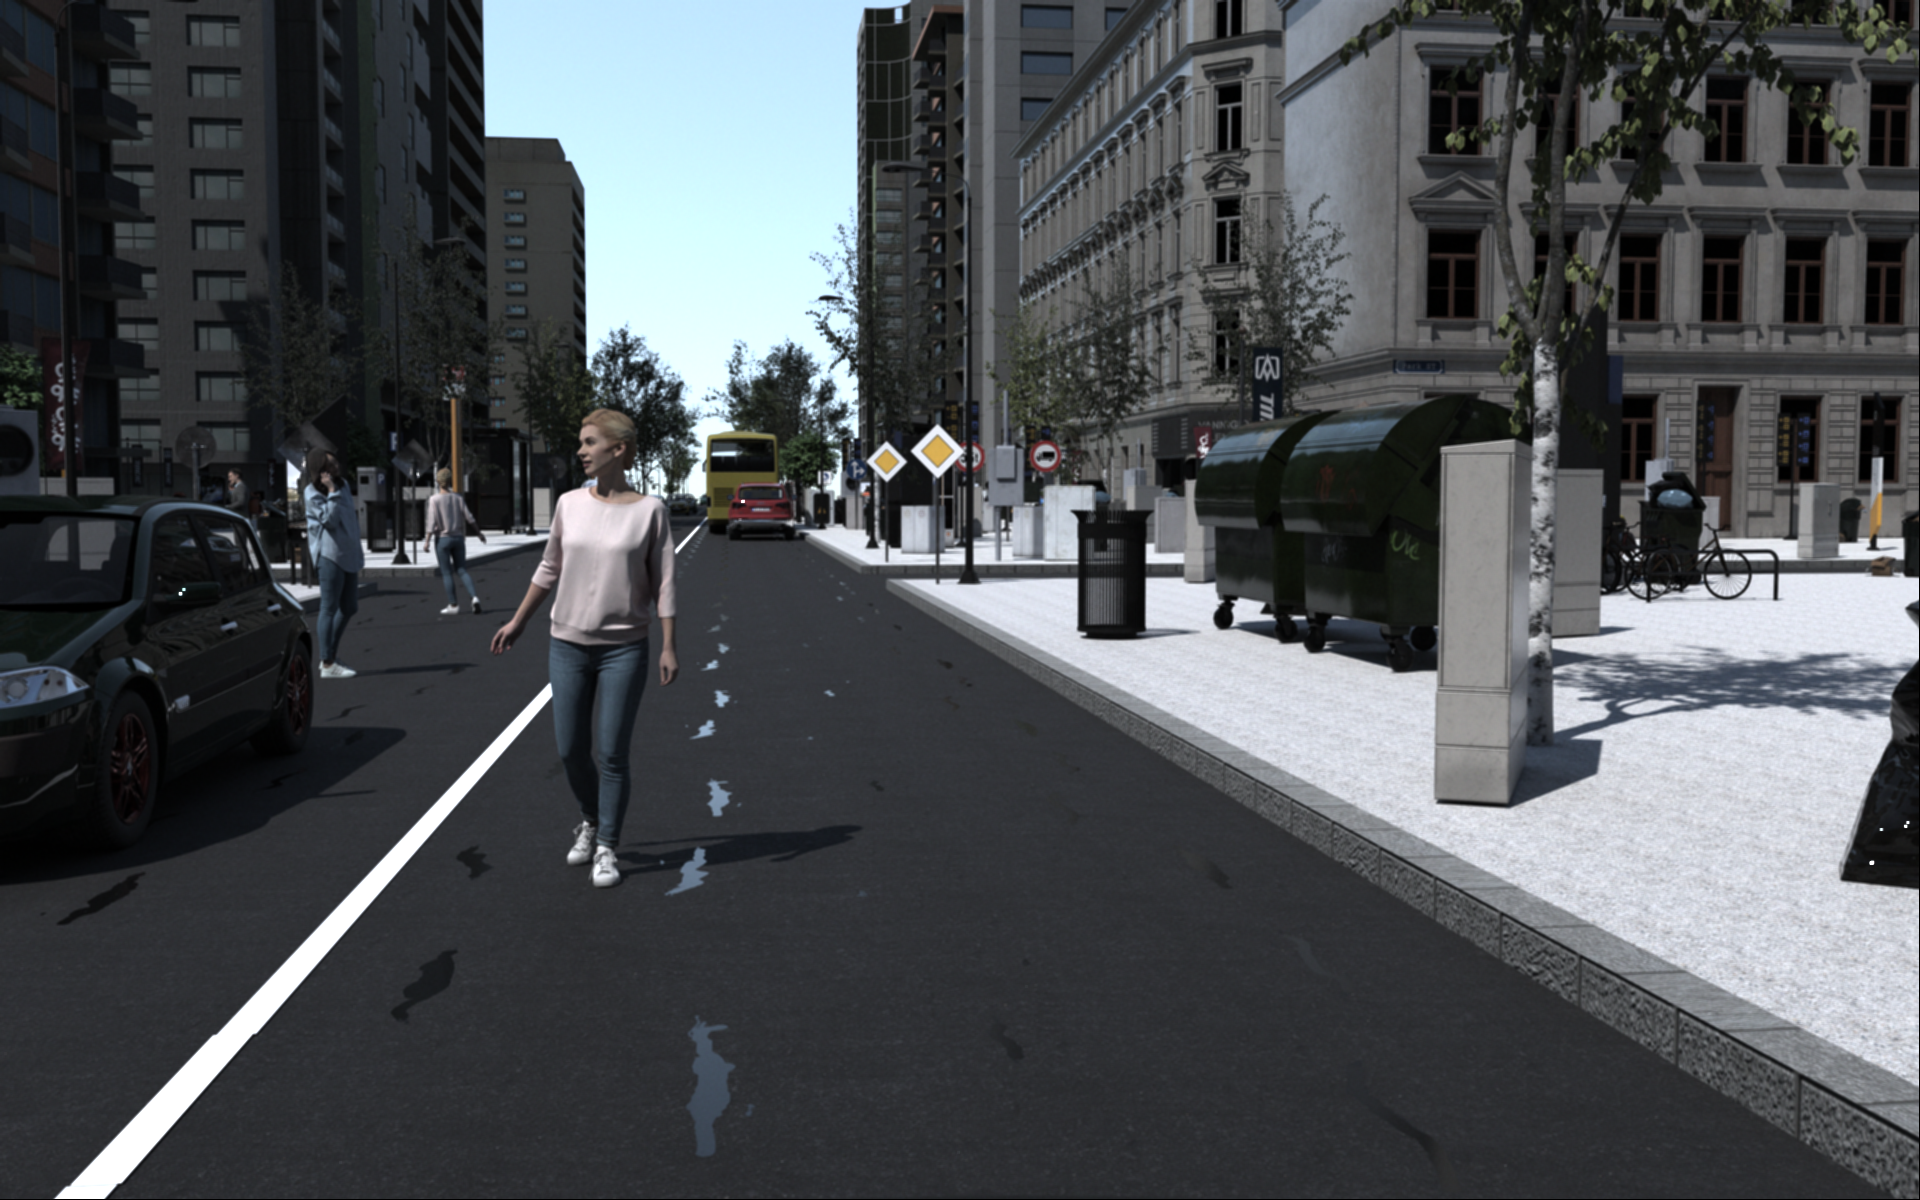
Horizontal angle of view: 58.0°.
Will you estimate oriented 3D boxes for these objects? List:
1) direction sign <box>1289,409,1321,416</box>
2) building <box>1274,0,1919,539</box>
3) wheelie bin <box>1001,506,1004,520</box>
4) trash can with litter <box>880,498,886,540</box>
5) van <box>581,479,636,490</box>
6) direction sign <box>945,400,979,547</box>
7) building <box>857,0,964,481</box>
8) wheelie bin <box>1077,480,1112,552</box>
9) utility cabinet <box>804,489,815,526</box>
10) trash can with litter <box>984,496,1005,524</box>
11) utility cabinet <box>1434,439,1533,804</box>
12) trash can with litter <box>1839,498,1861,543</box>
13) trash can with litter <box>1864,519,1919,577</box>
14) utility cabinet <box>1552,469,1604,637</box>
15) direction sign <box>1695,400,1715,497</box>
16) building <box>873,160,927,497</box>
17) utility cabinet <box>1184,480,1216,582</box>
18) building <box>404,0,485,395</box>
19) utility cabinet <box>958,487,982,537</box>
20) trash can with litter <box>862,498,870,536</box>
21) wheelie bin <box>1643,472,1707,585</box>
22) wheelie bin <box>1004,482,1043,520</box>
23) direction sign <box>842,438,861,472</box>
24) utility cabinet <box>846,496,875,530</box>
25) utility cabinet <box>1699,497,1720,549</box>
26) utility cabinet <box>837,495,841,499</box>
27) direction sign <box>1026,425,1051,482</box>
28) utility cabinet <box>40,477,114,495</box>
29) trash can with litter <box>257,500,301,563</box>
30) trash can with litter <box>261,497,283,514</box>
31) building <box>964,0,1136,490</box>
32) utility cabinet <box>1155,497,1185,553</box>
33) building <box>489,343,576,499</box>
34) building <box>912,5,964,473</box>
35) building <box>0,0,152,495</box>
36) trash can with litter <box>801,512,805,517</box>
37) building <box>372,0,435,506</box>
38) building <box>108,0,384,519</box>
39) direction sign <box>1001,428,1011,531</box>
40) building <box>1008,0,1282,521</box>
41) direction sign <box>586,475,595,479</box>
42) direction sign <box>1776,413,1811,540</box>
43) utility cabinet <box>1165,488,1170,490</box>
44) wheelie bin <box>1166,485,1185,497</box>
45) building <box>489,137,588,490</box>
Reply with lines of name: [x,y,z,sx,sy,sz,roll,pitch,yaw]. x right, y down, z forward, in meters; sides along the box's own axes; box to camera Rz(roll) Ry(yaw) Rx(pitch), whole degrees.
direction sign: [9.224,-3.327,46.400,0.876,3.537,0.379,0,4,-6]
building: [21.069,-13.325,54.018,21.152,22.565,11.583,0,4,-8]
wheelie bin: [2.239,-4.842,87.079,0.980,1.594,0.693,1,4,17]
trash can with litter: [-1.744,-2.238,47.974,1.055,1.170,0.624,1,4,15]
van: [-9.219,-2.339,45.259,2.013,2.044,4.112,0,4,-8]
direction sign: [0.044,-3.062,42.053,0.876,3.537,0.379,-1,4,-20]
building: [-6.395,-50.019,256.064,20.563,71.187,20.611,0,4,-8]
wheelie bin: [2.926,-1.876,38.582,0.980,1.594,0.693,2,4,32]
utility cabinet: [-6.032,-3.731,69.687,0.318,1.500,1.173,0,4,2]
trash can with litter: [1.262,-3.966,75.896,1.678,1.210,2.233,0,4,-1]
utility cabinet: [2.301,0.065,7.610,0.318,1.500,1.173,1,4,21]
trash can with litter: [23.326,-2.093,45.600,1.055,1.170,0.624,-2,4,-35]
trash can with litter: [14.642,-0.946,26.862,1.055,1.170,0.624,2,4,35]
utility cabinet: [5.198,-0.414,15.448,1.173,1.500,0.318,-2,4,-30]
direction sign: [18.072,-3.063,42.073,0.876,3.537,0.379,-3,5,-41]
building: [-3.955,-32.533,215.506,14.154,41.232,14.086,0,4,-8]
utility cabinet: [3.540,-1.022,25.394,0.318,1.500,1.173,1,4,19]
building: [-50.558,-31.557,139.664,21.300,48.544,21.600,0,4,-8]
utility cabinet: [0.070,-2.597,51.137,1.173,1.500,0.318,0,4,4]
trash can with litter: [-2.438,-2.557,53.192,1.055,1.170,0.624,-1,4,-18]
wheelie bin: [10.135,-1.021,24.605,0.693,1.594,0.980,0,4,-3]
wheelie bin: [1.705,-2.231,44.380,0.980,1.594,0.693,0,4,7]
direction sign: [-4.372,-4.769,69.976,0.876,3.537,0.379,-2,4,-33]
utility cabinet: [-3.594,-3.146,62.605,1.020,1.237,0.306,1,4,8]
utility cabinet: [17.608,-1.830,41.087,0.306,1.237,1.020,0,4,-6]
utility cabinet: [-6.083,-4.787,89.435,0.306,1.237,1.020,1,4,13]
direction sign: [2.579,-3.985,57.158,0.876,3.537,0.379,-1,4,-18]
utility cabinet: [-12.097,-0.902,23.422,1.173,1.500,0.318,-3,5,-40]
trash can with litter: [-12.503,-1.273,32.198,1.055,1.170,0.624,-1,4,-10]
trash can with litter: [-16.383,-1.873,41.689,1.678,1.210,2.233,1,4,15]
building: [10.803,-35.867,128.427,21.231,58.520,28.212,0,4,-8]
utility cabinet: [4.754,-1.621,37.665,1.020,1.237,0.306,-1,4,-15]
building: [-62.795,-22.532,213.445,27.650,21.520,28.899,0,4,-8]
building: [7.320,-30.734,157.122,22.147,44.769,28.867,0,4,-8]
building: [-41.077,-24.595,56.748,22.147,44.769,28.867,0,4,-8]
trash can with litter: [-8.981,-5.318,98.342,1.055,1.170,0.624,-2,4,-34]
building: [-50.701,-32.144,114.798,28.713,52.752,27.495,0,4,-8]
building: [-39.919,-25.050,93.161,14.154,41.232,14.086,0,4,-8]
direction sign: [1.596,-4.157,59.966,0.379,3.537,0.876,-1,4,-19]
building: [14.382,-19.063,88.097,17.030,29.872,44.131,0,4,-8]
direction sign: [-16.314,-5.220,77.348,0.876,3.537,0.379,1,4,18]
direction sign: [23.301,-3.455,48.485,0.876,3.537,0.379,0,4,4]
utility cabinet: [7.993,-3.510,66.066,0.318,1.500,1.173,1,4,15]
wheelie bin: [7.522,-3.178,59.861,0.693,1.594,0.980,2,4,34]
building: [-63.047,-37.573,238.012,21.300,48.544,21.600,0,4,-8]
